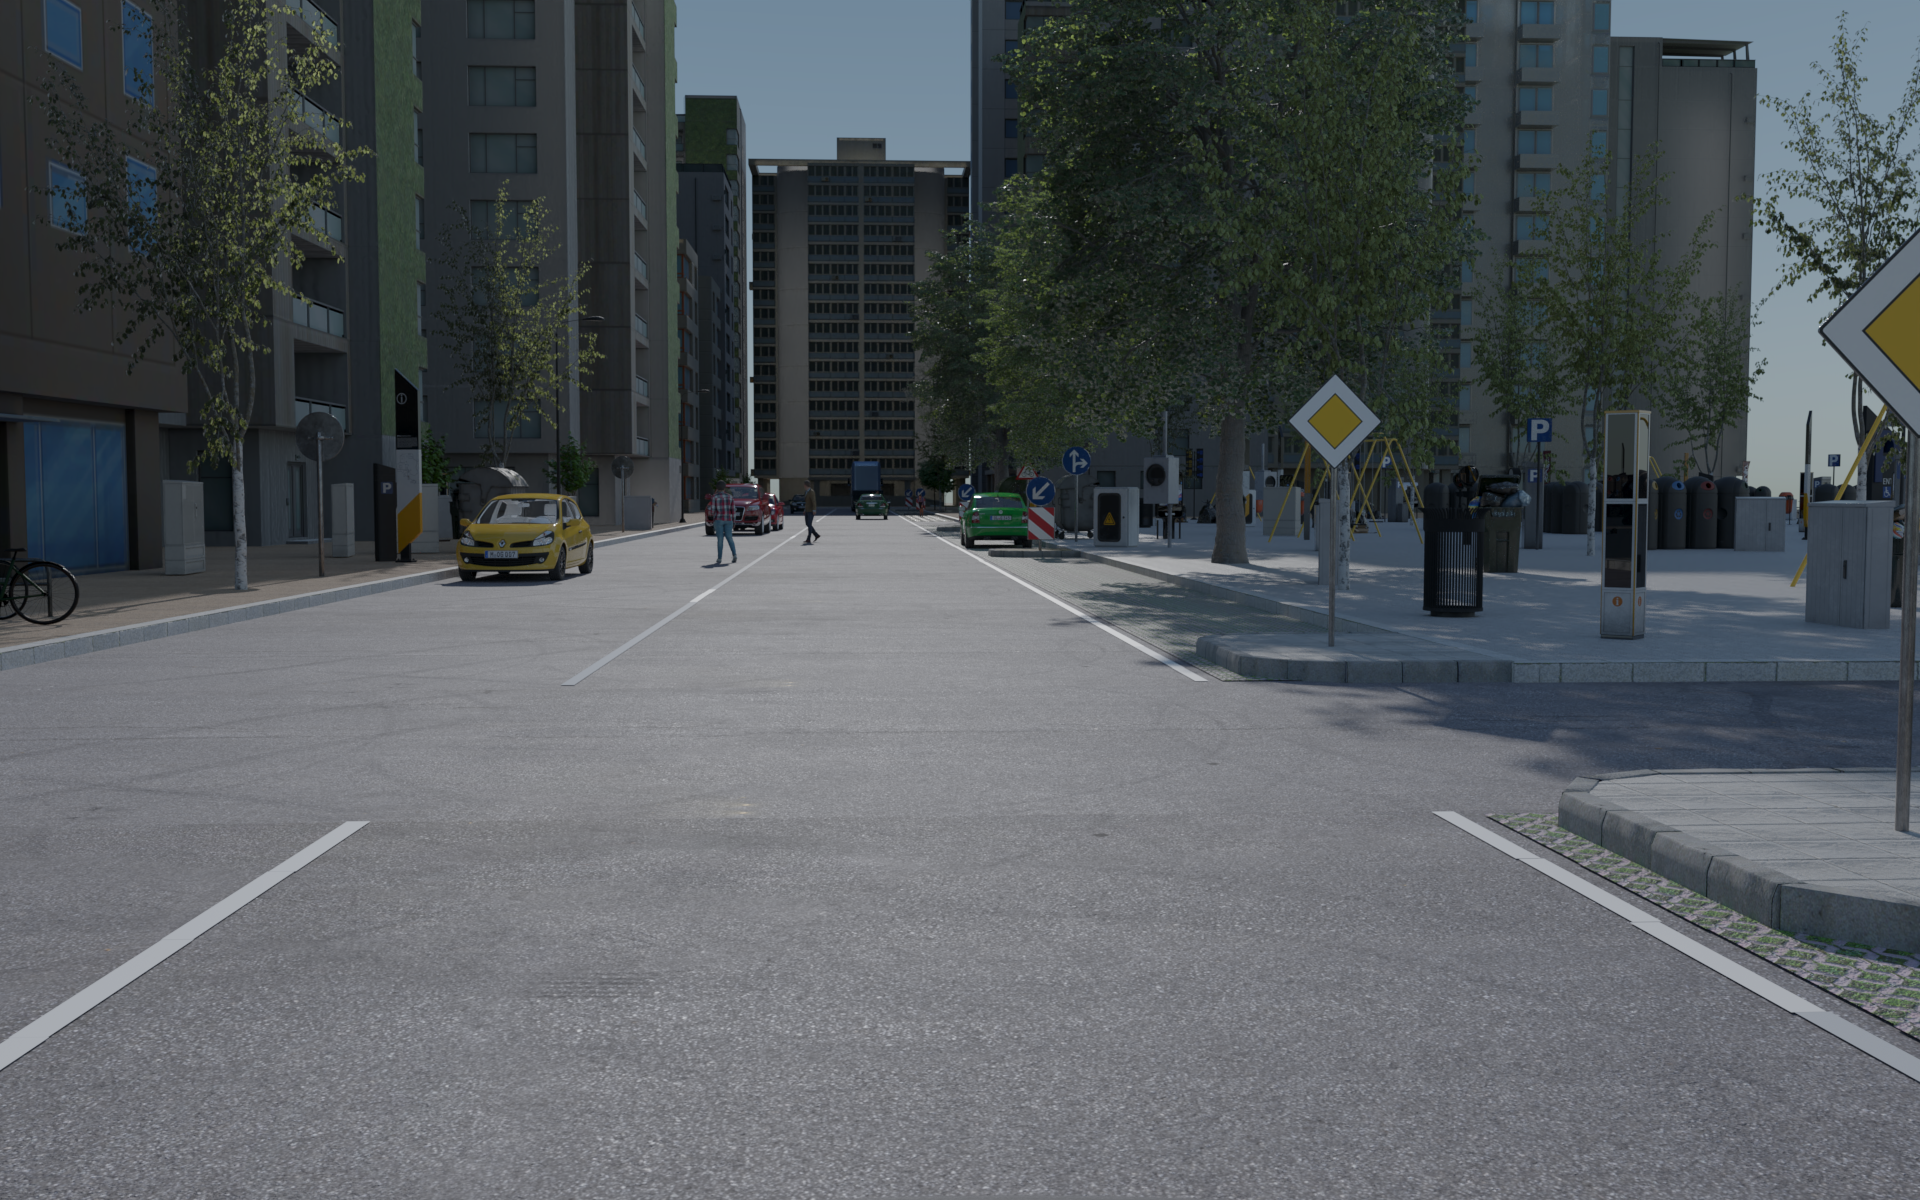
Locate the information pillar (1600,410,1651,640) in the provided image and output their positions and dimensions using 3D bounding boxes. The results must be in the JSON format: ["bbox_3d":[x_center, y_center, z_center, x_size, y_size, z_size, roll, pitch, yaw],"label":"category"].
[{"bbox_3d":[5.890,-0.663,15.339,0.304,2.012,0.304,3,5,40],"label":"information pillar"}]

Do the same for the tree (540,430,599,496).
[{"bbox_3d":[-11.814,-3.520,52.145,1.663,3.219,1.824,0,3,0],"label":"tree"}]

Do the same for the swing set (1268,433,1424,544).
[{"bbox_3d":[10.139,-2.912,45.238,2.862,2.851,3.119,-2,4,-25],"label":"swing set"}]

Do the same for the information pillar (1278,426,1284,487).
[{"bbox_3d":[10.932,-4.143,59.099,0.183,3.616,0.504,0,4,-2],"label":"information pillar"}]

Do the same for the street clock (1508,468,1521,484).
[{"bbox_3d":[15.216,-2.631,47.592,0.358,2.002,0.471,0,4,-1],"label":"street clock"}]

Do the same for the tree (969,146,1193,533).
[{"bbox_3d":[3.970,-8.455,56.371,7.486,12.596,7.792,0,3,0],"label":"tree"}]

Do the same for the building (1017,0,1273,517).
[{"bbox_3d":[10.226,-20.305,103.685,14.160,30.474,14.107,0,4,-3],"label":"building"}]

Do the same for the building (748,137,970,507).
[{"bbox_3d":[-10.900,-30.553,191.422,23.993,40.220,32.217,0,4,-3],"label":"building"}]

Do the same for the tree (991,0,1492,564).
[{"bbox_3d":[5.118,-7.660,31.890,9.857,13.997,8.962,0,3,0],"label":"tree"}]

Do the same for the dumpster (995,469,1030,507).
[{"bbox_3d":[2.156,-3.967,67.348,1.502,2.255,1.985,0,4,-3],"label":"dumpster"}]

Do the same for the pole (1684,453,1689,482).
[{"bbox_3d":[35.986,-5.629,85.883,0.158,3.312,0.155,0,3,0],"label":"pole"}]

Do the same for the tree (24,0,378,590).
[{"bbox_3d":[-9.862,-4.436,22.885,4.360,8.622,3.978,0,3,0],"label":"tree"}]

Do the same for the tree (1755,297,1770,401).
[{"bbox_3d":[26.290,-6.751,60.742,4.737,8.622,4.395,0,3,0],"label":"tree"}]

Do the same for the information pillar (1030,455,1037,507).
[{"bbox_3d":[2.739,-4.503,64.973,0.183,3.616,0.504,-1,4,-19],"label":"information pillar"}]

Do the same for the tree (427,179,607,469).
[{"bbox_3d":[-10.893,-5.582,41.636,4.360,8.622,3.978,0,3,0],"label":"tree"}]

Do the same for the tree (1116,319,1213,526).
[{"bbox_3d":[7.927,-7.253,68.947,4.360,8.622,3.978,0,3,0],"label":"tree"}]

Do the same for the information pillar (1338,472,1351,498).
[{"bbox_3d":[12.864,-3.277,58.064,0.304,2.012,0.304,-3,5,-42],"label":"information pillar"}]

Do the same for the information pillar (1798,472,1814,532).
[{"bbox_3d":[28.361,-3.276,58.059,0.304,2.012,0.304,0,4,-7],"label":"information pillar"}]

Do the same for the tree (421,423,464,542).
[{"bbox_3d":[-14.258,-3.203,46.974,1.663,3.219,1.824,0,3,0],"label":"tree"}]

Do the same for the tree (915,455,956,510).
[{"bbox_3d":[-1.936,-9.431,137.906,4.285,4.588,4.351,0,3,0],"label":"tree"}]

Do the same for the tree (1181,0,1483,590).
[{"bbox_3d":[5.040,-4.426,22.735,4.737,8.622,4.395,0,3,0],"label":"tree"}]

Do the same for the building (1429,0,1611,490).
[{"bbox_3d":[40.391,-32.618,152.916,30.456,49.044,23.786,0,4,-3],"label":"building"}]

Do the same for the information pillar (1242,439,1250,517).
[{"bbox_3d":[10.210,-4.357,62.598,0.504,3.616,0.183,-1,4,-12],"label":"information pillar"}]

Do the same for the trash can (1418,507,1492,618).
[{"bbox_3d":[5.181,-0.399,18.180,0.748,1.137,0.748,0,3,0],"label":"trash can"}]

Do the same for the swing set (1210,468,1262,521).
[{"bbox_3d":[12.827,-5.043,80.072,2.862,2.851,3.119,0,4,-2],"label":"swing set"}]

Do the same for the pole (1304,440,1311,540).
[{"bbox_3d":[9.710,-3.338,48.412,0.158,3.312,0.155,0,3,0],"label":"pole"}]

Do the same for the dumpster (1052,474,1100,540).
[{"bbox_3d":[3.332,-2.670,49.405,1.264,1.857,1.865,0,4,-3],"label":"dumpster"}]

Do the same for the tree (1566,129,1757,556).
[{"bbox_3d":[13.423,-5.233,35.924,4.737,8.622,4.395,0,3,0],"label":"tree"}]

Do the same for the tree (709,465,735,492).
[{"bbox_3d":[-15.709,-7.277,113.583,1.663,3.219,1.824,0,3,0],"label":"tree"}]

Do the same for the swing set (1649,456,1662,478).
[{"bbox_3d":[28.181,-4.488,71.001,2.862,2.851,3.119,2,4,25],"label":"swing set"}]

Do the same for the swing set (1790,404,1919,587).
[{"bbox_3d":[12.770,-1.506,22.238,2.862,2.851,3.119,0,4,5],"label":"swing set"}]

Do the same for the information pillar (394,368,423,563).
[{"bbox_3d":[-10.313,-2.508,32.366,0.504,3.616,0.183,1,4,13],"label":"information pillar"}]

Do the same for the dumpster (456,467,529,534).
[{"bbox_3d":[-10.224,-1.964,37.872,1.264,1.857,1.865,0,4,-3],"label":"dumpster"}]

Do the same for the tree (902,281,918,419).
[{"bbox_3d":[2.117,-10.540,78.992,9.857,13.997,8.962,0,3,0],"label":"tree"}]

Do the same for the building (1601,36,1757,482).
[{"bbox_3d":[62.563,-29.084,159.116,14.086,41.232,14.154,0,4,-3],"label":"building"}]

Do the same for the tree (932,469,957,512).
[{"bbox_3d":[-0.972,-7.989,125.218,1.663,3.219,1.824,0,3,0],"label":"tree"}]

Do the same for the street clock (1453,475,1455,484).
[{"bbox_3d":[16.851,-3.290,58.357,0.471,2.002,0.358,0,4,4],"label":"street clock"}]

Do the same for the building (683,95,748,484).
[{"bbox_3d":[-29.553,-30.419,180.947,14.086,41.232,14.154,0,4,-3],"label":"building"}]

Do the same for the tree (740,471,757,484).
[{"bbox_3d":[-17.542,-9.008,141.875,1.663,3.219,1.824,0,3,0],"label":"tree"}]

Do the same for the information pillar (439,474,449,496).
[{"bbox_3d":[-18.496,-3.525,62.120,0.304,2.012,0.304,0,4,-4],"label":"information pillar"}]

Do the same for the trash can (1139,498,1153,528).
[{"bbox_3d":[7.049,-3.320,65.930,0.748,1.137,0.748,0,3,0],"label":"trash can"}]

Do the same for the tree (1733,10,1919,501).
[{"bbox_3d":[14.366,-4.682,26.908,4.360,8.622,3.978,0,3,0],"label":"tree"}]

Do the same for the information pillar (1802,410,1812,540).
[{"bbox_3d":[23.682,-3.488,48.388,0.183,3.616,0.504,2,4,34],"label":"information pillar"}]

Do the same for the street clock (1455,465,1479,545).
[{"bbox_3d":[12.829,-2.395,43.728,0.471,2.002,0.358,0,4,8],"label":"street clock"}]
